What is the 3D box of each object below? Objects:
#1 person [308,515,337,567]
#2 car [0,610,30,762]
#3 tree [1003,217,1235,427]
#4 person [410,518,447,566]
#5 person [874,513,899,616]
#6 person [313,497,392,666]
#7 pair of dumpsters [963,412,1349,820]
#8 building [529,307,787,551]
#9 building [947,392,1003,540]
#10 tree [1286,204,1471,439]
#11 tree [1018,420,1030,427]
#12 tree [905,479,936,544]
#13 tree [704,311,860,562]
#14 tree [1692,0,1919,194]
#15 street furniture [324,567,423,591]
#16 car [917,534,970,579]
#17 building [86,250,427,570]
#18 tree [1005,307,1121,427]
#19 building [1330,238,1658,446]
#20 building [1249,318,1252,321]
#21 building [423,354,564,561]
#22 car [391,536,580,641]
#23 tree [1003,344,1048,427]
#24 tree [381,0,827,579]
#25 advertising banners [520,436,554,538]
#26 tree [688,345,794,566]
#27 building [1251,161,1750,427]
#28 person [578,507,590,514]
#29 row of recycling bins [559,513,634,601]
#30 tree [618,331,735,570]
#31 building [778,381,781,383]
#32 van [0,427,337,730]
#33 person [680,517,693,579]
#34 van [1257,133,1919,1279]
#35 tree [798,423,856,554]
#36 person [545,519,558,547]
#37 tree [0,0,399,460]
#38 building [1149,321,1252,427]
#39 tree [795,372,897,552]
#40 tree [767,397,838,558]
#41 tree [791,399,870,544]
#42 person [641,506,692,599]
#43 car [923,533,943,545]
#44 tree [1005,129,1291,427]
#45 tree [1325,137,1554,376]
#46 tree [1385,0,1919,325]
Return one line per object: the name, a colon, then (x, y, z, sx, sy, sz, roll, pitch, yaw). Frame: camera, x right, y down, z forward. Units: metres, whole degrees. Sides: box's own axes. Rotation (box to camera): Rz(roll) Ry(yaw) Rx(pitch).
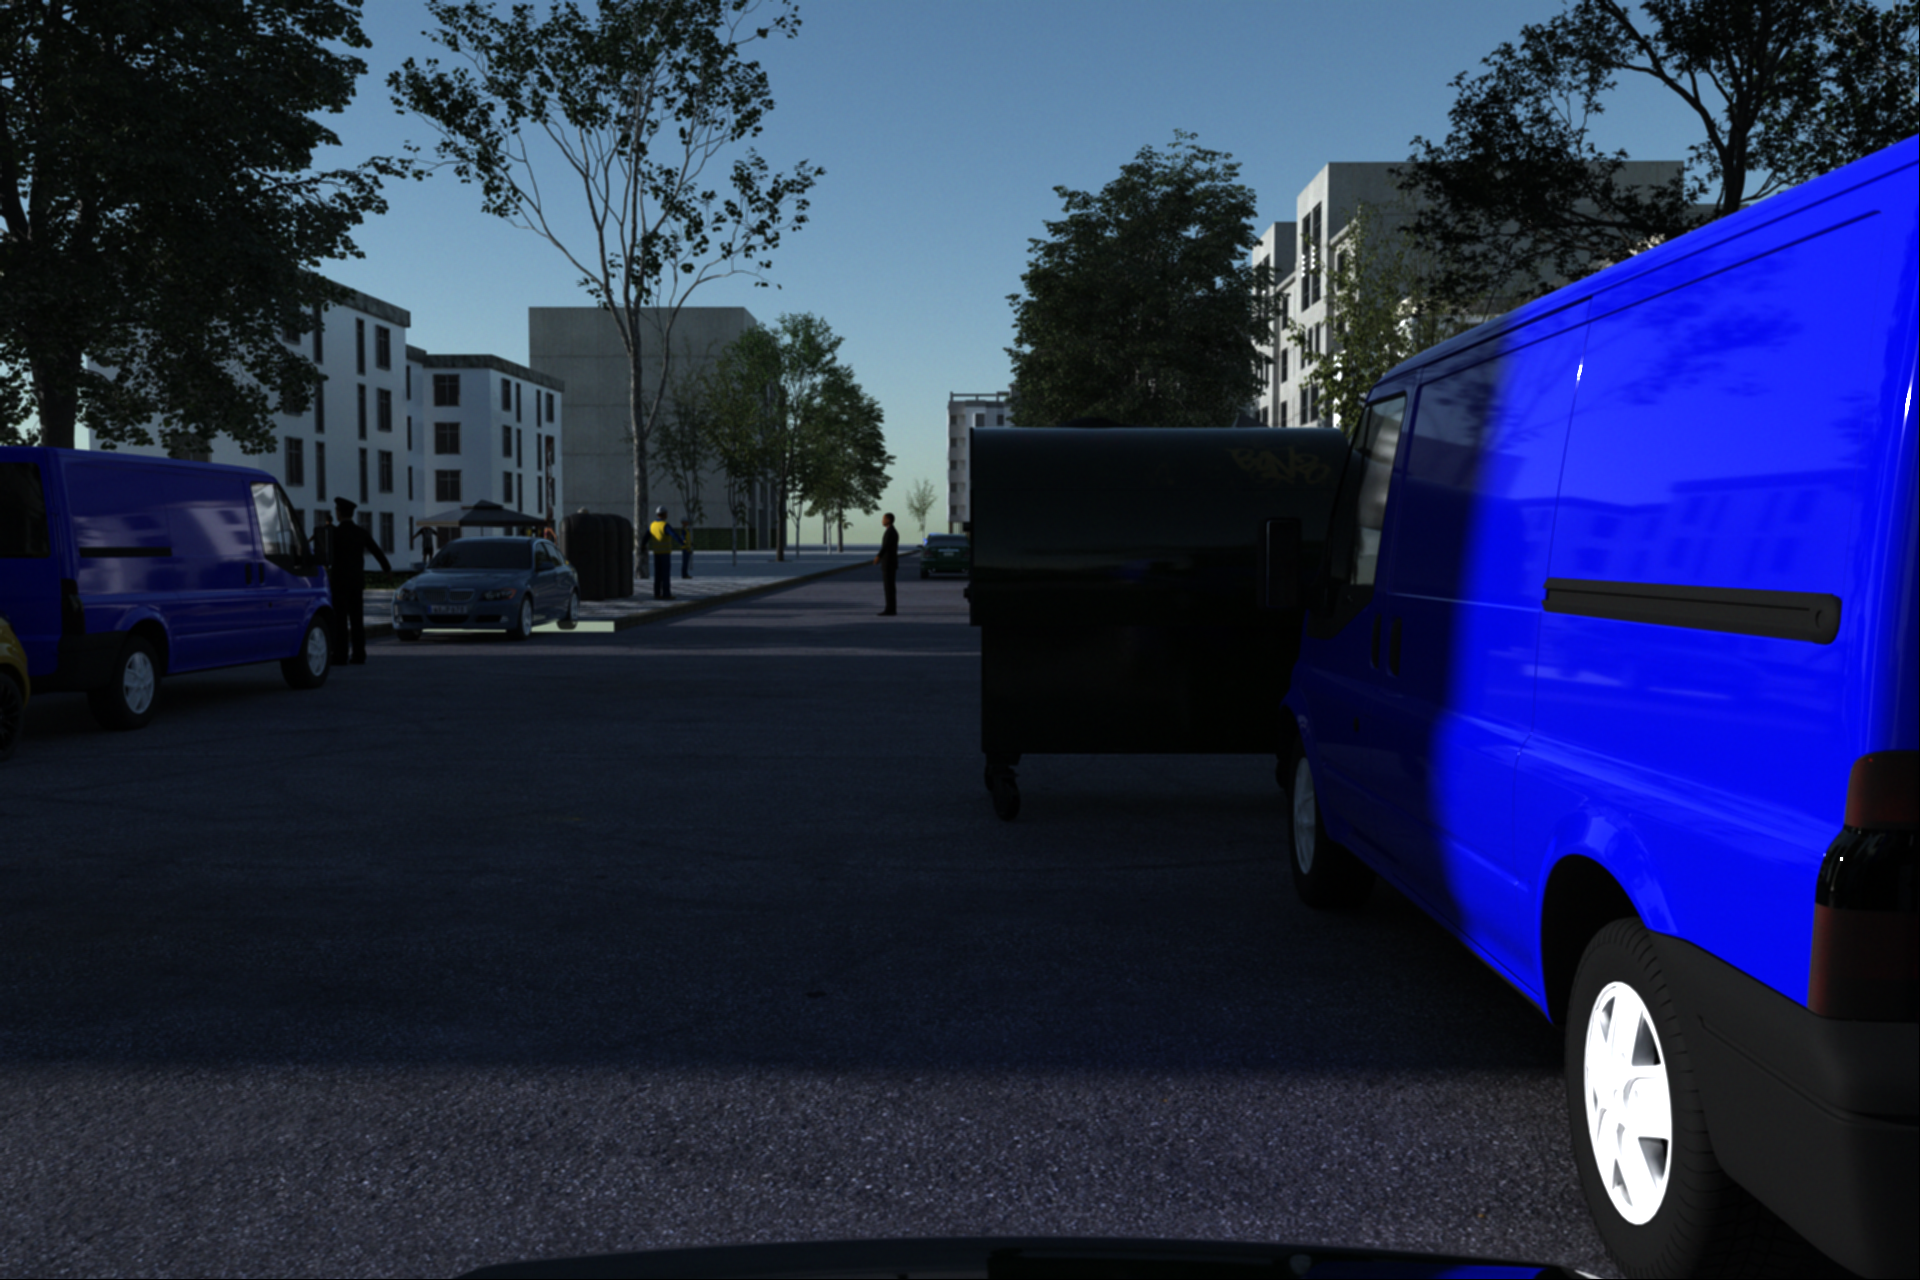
person: (-17.673, -2.595, 48.574, 1.346, 1.812, 0.704, -2, 4, -28)
car: (-6.870, 0.047, 9.452, 2.015, 1.641, 3.980, 0, 4, 1)
tree: (6.628, -9.979, 69.817, 9.857, 13.997, 8.962, 0, 3, 0)
person: (-18.026, -3.214, 58.686, 1.345, 1.843, 0.704, -3, 5, -40)
person: (-1.269, -1.332, 30.465, 0.704, 1.802, 1.346, 1, 4, 9)
person: (-6.742, -0.648, 18.992, 0.705, 1.837, 1.347, 2, 4, 33)
pair of dumpsters: (2.233, -0.256, 9.139, 4.436, 2.255, 1.574, 0, 4, 0)
building: (-25.111, -17.393, 150.838, 16.747, 18.905, 31.486, 0, 3, 0)
building: (-1.280, -22.178, 221.494, 11.380, 20.090, 16.016, 0, 4, -5)
tree: (9.279, -5.392, 38.524, 4.737, 8.622, 4.395, 0, 3, 0)
tree: (6.327, -9.803, 94.694, 8.767, 10.594, 7.601, 0, 4, 5)
tree: (-4.442, -16.593, 221.652, 4.360, 8.622, 3.978, 0, 3, 0)
tree: (-8.254, -9.455, 80.345, 9.928, 11.665, 9.643, 0, 3, 0)
tree: (21.141, -10.970, 35.247, 12.611, 20.169, 13.585, 0, 3, 0)
street furniture: (-14.752, -1.563, 41.188, 10.072, 0.657, 5.734, 1, 4, 9)
car: (-0.371, -2.749, 56.741, 2.131, 1.459, 4.920, 0, 4, 0)
building: (-25.255, -7.541, 65.449, 9.099, 9.664, 28.070, 0, 4, 0)
tree: (5.855, -10.033, 82.166, 7.486, 12.596, 7.792, 0, 3, 0)
building: (20.419, -7.299, 61.488, 9.099, 9.664, 28.070, 0, 4, 1)
building: (27.593, -21.241, 178.220, 19.493, 23.208, 18.063, 0, 4, 1)
building: (-26.239, -9.357, 95.128, 9.099, 9.664, 28.070, 0, 4, 1)
car: (-6.672, -0.783, 24.808, 2.014, 1.417, 4.499, 0, 4, 1)
tree: (7.184, -12.142, 105.176, 9.857, 13.997, 8.962, 0, 3, 0)
tree: (-9.937, -11.744, 47.905, 12.611, 20.169, 13.585, 0, 3, 0)
advertising banners: (-7.388, -2.093, 30.402, 0.090, 3.025, 2.074, 0, 4, 2)
tree: (-8.717, -7.232, 68.599, 4.737, 8.622, 4.395, 0, 3, 0)
building: (26.011, -13.732, 90.983, 16.747, 18.905, 31.486, 0, 4, 1)
person: (-8.133, -1.941, 37.504, 0.705, 1.858, 1.354, 3, 5, 45)
row of recycling bins: (-7.223, -1.688, 34.719, 1.069, 1.692, 3.534, 0, 4, 1)
tree: (-9.497, -6.843, 62.240, 4.360, 8.622, 3.978, 0, 3, 0)
building: (-23.929, -19.157, 169.633, 16.016, 20.090, 11.380, 0, 4, 1)
van: (-6.907, -0.608, 14.324, 2.240, 2.365, 5.245, 0, 4, 1)
person: (-7.827, -2.657, 49.898, 0.721, 1.772, 1.216, 0, 4, -2)
van: (2.214, -0.032, 4.902, 2.240, 2.365, 5.245, 0, 4, 0)
tree: (-8.345, -9.774, 110.169, 4.737, 8.622, 4.395, 0, 3, 0)
person: (-11.782, -2.595, 49.228, 1.217, 1.733, 0.721, 3, 5, 42)
tree: (-12.823, -7.182, 24.079, 9.857, 13.997, 8.962, 0, 3, 0)
building: (25.847, -17.495, 152.501, 16.747, 18.905, 31.486, 0, 4, 1)
tree: (-8.099, -12.467, 121.962, 7.486, 12.596, 7.792, 0, 3, 0)
tree: (-8.665, -8.723, 92.991, 4.737, 8.622, 4.395, 0, 3, 0)
tree: (-16.497, -22.554, 224.642, 12.611, 20.169, 13.585, 0, 3, 0)
person: (-5.850, -1.725, 34.165, 1.349, 1.833, 0.705, 2, 4, 35)
car: (-1.676, -7.078, 125.320, 1.945, 1.707, 3.694, 0, 4, 1)
tree: (5.825, -9.147, 56.216, 9.857, 13.997, 8.962, 0, 3, 0)
tree: (8.627, -5.055, 33.004, 4.360, 8.622, 3.978, 0, 3, 0)
tree: (8.328, -5.221, 19.768, 7.601, 10.594, 8.767, -1, 4, -18)
